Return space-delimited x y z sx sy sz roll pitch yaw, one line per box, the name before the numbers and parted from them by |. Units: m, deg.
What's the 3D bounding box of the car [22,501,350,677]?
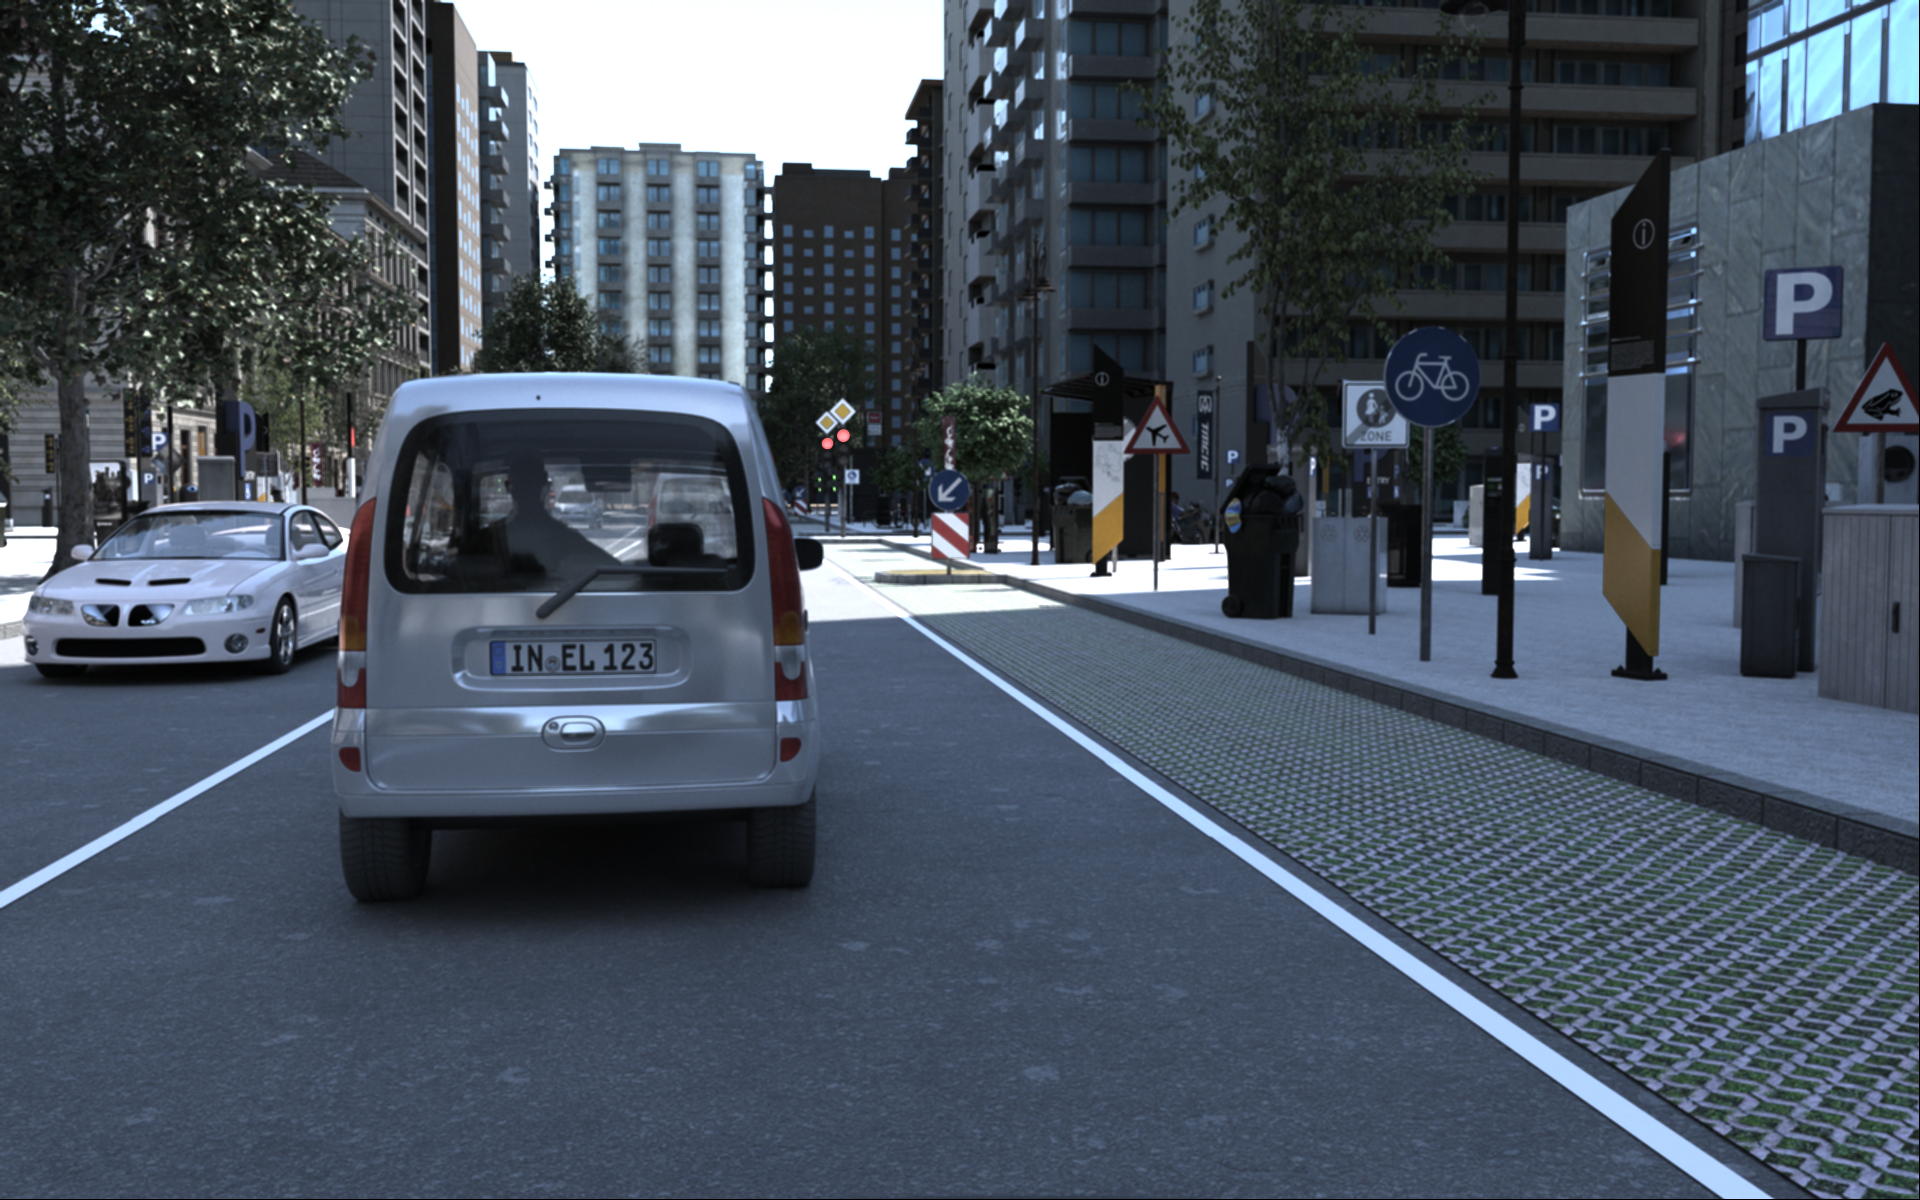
car | -6.454 -0.170 15.147 2.083 1.381 4.827 0 4 -7

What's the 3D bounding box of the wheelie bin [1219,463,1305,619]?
wheelie bin | 3.163 -0.618 18.017 0.693 1.594 0.980 3 5 40

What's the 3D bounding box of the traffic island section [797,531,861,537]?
traffic island section | -4.472 -2.229 58.729 2.009 0.180 2.903 0 4 -8

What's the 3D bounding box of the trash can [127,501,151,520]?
trash can | -17.060 -1.470 35.683 0.748 1.137 0.748 0 3 0

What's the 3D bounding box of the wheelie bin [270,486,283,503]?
wheelie bin | -26.391 -3.589 66.581 0.693 1.594 0.980 -2 4 -31

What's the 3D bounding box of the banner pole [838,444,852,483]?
banner pole | -5.706 -5.917 86.760 0.863 3.779 0.401 -1 4 -11

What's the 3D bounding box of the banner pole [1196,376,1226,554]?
banner pole | 5.316 -2.863 36.825 0.863 3.779 0.401 -3 4 -38

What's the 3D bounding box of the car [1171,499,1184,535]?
car | 5.334 -2.620 55.423 3.894 1.354 1.945 -1 4 -8

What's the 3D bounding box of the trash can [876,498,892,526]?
trash can | -3.101 -3.599 70.501 0.748 1.137 0.748 0 3 0

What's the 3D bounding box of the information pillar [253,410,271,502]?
information pillar | -19.574 -3.497 48.533 0.504 3.616 0.183 -2 4 -26

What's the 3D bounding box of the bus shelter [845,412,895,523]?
bus shelter | -4.548 -6.396 82.199 2.179 5.291 8.768 0 4 -8

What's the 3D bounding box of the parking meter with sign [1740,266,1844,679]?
parking meter with sign | 6.088 -1.007 12.728 0.543 3.016 1.738 2 4 30

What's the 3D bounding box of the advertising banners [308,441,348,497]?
advertising banners | -21.023 -3.809 58.471 0.090 3.025 2.074 3 4 38

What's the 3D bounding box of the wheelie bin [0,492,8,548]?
wheelie bin | -23.022 -2.021 40.955 0.693 1.594 0.980 0 4 -2

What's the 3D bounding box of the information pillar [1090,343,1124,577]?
information pillar | 2.284 -2.172 26.867 0.504 3.616 0.183 0 4 8

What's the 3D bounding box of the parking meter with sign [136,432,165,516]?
parking meter with sign | -22.395 -3.162 47.961 0.543 3.016 1.738 -1 4 -10

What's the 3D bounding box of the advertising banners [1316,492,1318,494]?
advertising banners | 13.861 -4.643 72.105 2.074 3.025 0.090 2 4 26

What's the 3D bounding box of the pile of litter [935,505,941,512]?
pile of litter | -0.745 -4.183 82.355 1.176 0.858 1.719 2 4 34

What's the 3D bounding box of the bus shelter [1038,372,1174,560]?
bus shelter | 2.946 -2.769 36.550 1.731 3.624 6.357 0 4 -8

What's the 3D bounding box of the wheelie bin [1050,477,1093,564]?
wheelie bin | 2.110 -1.471 31.963 0.980 1.594 0.693 3 5 45

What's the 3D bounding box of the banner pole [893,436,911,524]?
banner pole | -2.403 -5.186 74.803 0.401 3.779 0.863 3 5 43

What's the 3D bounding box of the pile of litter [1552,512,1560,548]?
pile of litter | 14.595 -1.691 41.618 1.176 0.858 1.719 0 4 3

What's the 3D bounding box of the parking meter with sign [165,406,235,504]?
parking meter with sign | -14.792 -2.338 34.482 1.738 3.016 0.543 -2 4 -25

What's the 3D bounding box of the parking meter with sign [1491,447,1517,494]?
parking meter with sign | 20.631 -4.173 64.490 1.738 3.016 0.543 -1 4 -18

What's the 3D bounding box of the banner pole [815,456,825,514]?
banner pole | -9.220 -7.599 114.254 0.863 3.779 0.401 -3 5 -44

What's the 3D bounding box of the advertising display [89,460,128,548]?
advertising display | -16.330 -1.705 33.087 0.974 1.923 0.123 1 4 19

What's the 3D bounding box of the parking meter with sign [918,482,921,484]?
parking meter with sign | -2.286 -6.372 100.441 0.543 3.016 1.738 0 4 6

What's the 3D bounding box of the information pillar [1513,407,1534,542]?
information pillar | 15.147 -3.372 46.487 0.183 3.616 0.504 -2 4 -32

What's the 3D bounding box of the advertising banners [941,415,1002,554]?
advertising banners | 0.222 -2.544 37.776 0.090 3.025 2.074 -3 4 -37

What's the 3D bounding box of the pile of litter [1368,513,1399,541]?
pile of litter | 9.876 -1.603 40.178 1.176 0.858 1.719 3 5 43

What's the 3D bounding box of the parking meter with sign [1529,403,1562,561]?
parking meter with sign | 11.482 -2.315 34.106 0.543 3.016 1.738 1 4 19

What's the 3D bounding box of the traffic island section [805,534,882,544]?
traffic island section | -3.405 -1.745 50.815 2.009 0.180 2.903 0 4 -8

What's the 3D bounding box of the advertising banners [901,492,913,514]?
advertising banners | -3.599 -7.097 112.223 2.074 3.025 0.090 3 4 37

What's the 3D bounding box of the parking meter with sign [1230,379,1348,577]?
parking meter with sign | 5.173 -1.881 27.014 1.738 3.016 0.543 2 4 29

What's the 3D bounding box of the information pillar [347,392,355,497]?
information pillar | -14.067 -2.978 40.043 0.183 3.616 0.504 -1 4 -12

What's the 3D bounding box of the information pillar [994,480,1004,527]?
information pillar | 1.516 -3.830 67.110 0.304 2.012 0.304 2 4 34

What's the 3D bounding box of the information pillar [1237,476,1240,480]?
information pillar | 11.153 -3.970 69.393 0.304 2.012 0.304 2 4 34

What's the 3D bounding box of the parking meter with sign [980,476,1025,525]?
parking meter with sign | 1.832 -4.570 70.975 1.738 3.016 0.543 -2 4 -28

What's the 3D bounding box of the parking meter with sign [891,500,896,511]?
parking meter with sign | -5.737 -8.395 133.520 1.738 3.016 0.543 1 4 18

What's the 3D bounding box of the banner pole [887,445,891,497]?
banner pole | -3.438 -6.066 89.203 0.401 3.779 0.863 3 5 43

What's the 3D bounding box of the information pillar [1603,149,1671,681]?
information pillar | 4.710 -1.266 12.056 0.183 3.616 0.504 -1 4 -21

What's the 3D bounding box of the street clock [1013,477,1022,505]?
street clock | 2.467 -4.256 74.157 0.358 2.002 0.471 2 4 25

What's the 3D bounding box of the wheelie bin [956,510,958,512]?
wheelie bin | -0.011 -5.035 90.233 0.693 1.594 0.980 -1 4 -23

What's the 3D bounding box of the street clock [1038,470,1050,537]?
street clock | 2.438 -2.894 51.888 0.471 2.002 0.358 2 4 27

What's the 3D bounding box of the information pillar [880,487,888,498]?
information pillar | -3.836 -5.053 87.115 0.304 2.012 0.304 2 4 35

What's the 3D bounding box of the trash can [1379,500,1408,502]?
trash can | 10.891 -1.950 43.541 0.748 1.137 0.748 0 3 0

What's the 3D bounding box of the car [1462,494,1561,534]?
car | 19.466 -2.854 58.454 4.920 1.459 2.131 0 4 -8

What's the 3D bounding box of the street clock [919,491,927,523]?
street clock | -1.633 -4.450 77.323 0.358 2.002 0.471 0 4 -5

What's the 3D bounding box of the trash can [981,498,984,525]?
trash can | 1.198 -3.539 69.514 0.748 1.137 0.748 0 3 0

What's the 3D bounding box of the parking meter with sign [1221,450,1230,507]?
parking meter with sign | 10.538 -4.367 67.666 0.543 3.016 1.738 1 4 17

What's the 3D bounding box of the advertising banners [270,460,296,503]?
advertising banners | -33.073 -5.444 85.199 2.074 3.025 0.090 -1 4 -22

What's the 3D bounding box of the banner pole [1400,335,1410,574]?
banner pole | 6.959 -2.264 27.037 0.401 3.779 0.863 0 4 7

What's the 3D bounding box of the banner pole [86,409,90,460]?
banner pole | -22.477 -3.331 44.471 0.401 3.779 0.863 0 4 -6
